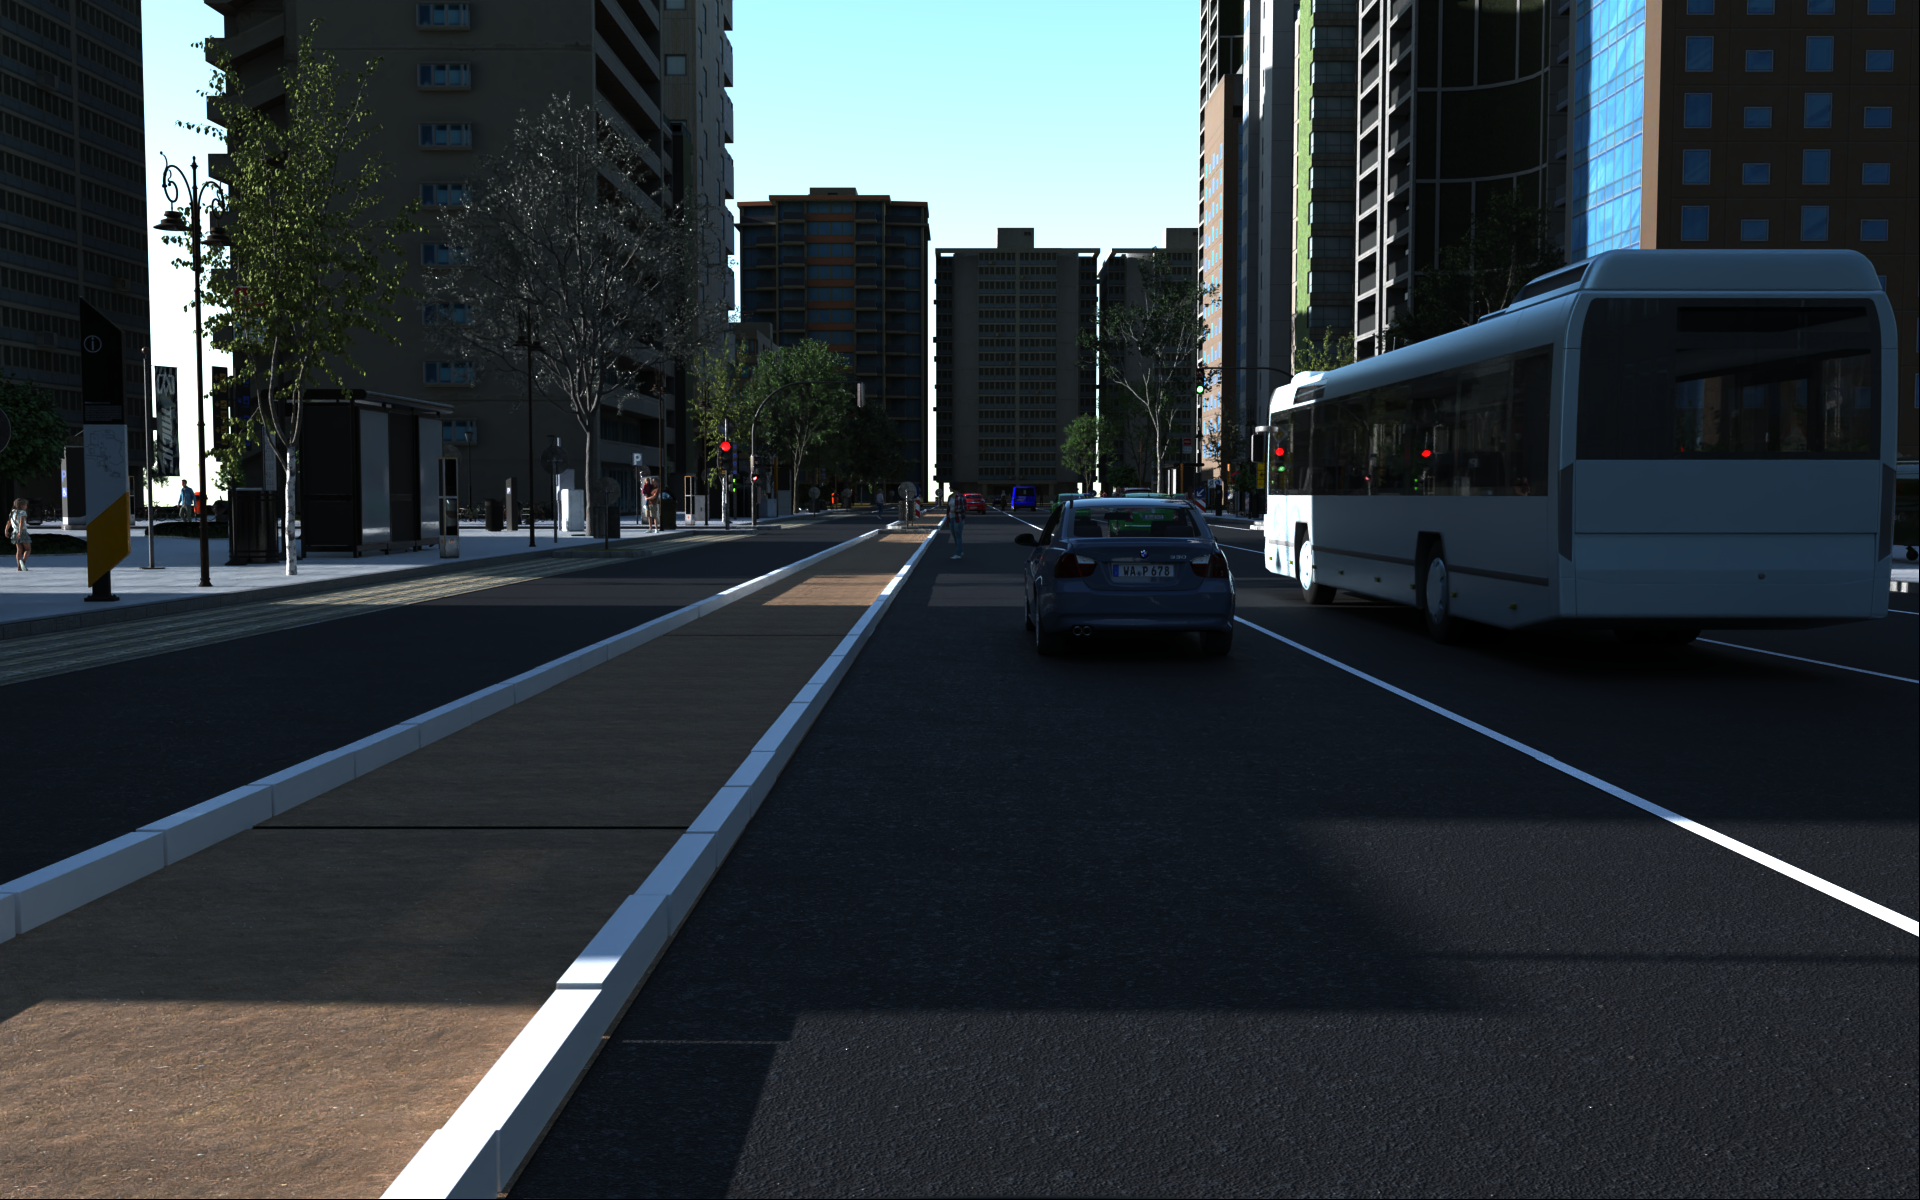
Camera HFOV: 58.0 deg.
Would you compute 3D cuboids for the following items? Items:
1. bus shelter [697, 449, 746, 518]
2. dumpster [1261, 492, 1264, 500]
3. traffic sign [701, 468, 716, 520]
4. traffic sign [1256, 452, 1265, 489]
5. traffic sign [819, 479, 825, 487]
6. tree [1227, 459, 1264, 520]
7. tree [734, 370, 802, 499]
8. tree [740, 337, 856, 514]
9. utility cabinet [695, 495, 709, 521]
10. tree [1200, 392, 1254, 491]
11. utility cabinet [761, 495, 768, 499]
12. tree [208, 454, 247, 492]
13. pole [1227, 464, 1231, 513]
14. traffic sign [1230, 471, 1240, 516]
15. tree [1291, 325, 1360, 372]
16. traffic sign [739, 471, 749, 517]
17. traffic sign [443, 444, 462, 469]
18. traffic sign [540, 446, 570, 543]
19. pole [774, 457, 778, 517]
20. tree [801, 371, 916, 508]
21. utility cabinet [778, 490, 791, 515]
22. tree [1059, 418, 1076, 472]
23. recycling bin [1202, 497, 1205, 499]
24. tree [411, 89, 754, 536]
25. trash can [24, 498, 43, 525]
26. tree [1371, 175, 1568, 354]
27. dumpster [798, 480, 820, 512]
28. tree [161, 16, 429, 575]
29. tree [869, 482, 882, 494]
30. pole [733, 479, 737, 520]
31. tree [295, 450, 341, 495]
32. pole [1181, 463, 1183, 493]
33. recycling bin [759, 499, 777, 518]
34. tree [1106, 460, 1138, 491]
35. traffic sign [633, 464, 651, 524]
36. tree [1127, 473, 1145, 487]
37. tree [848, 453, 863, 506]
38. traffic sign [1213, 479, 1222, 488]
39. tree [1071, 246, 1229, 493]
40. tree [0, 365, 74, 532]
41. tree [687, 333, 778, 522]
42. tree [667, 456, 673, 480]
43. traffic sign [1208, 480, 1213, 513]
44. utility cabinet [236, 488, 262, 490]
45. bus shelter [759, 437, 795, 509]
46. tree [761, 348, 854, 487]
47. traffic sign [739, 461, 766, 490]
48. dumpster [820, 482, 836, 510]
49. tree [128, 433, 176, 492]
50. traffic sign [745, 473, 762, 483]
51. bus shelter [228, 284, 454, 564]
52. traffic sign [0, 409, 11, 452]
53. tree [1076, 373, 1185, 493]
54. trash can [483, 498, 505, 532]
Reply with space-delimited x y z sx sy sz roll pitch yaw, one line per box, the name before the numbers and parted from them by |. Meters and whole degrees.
bus shelter | -12.548 -6.130 91.510 1.731 3.624 6.357 0 3 0
dumpster | 17.057 -5.519 92.737 1.502 2.255 1.985 0 3 0
traffic sign | -12.265 -5.164 84.538 0.768 2.556 0.104 0 4 5
traffic sign | 15.619 -5.549 84.605 2.265 3.308 0.079 0 4 2
traffic sign | -11.421 -8.815 144.223 0.768 2.556 0.104 0 4 2
tree | 15.654 -6.153 95.205 1.663 3.219 1.824 0 3 0
tree | -11.321 -9.316 102.684 4.360 8.622 3.978 0 3 0
tree | -10.587 -11.472 113.326 9.928 11.665 9.643 0 3 0
utility cabinet | -12.499 -4.367 82.564 1.020 1.237 0.306 0 4 5
tree | 18.963 -10.532 122.558 4.360 8.622 3.978 0 3 0
utility cabinet | -12.692 -6.066 110.338 1.020 1.237 0.306 3 4 37
tree | -31.764 -4.977 75.973 1.663 3.219 1.824 0 3 0
pole | 18.164 -7.535 117.039 0.158 3.312 0.155 0 3 0
traffic sign | 15.453 -5.897 96.523 0.768 2.556 0.104 1 4 8
tree | 16.403 -7.721 76.593 4.737 8.622 4.395 0 3 0
traffic sign | -11.843 -5.795 94.852 0.768 2.556 0.104 0 4 8
traffic sign | -13.087 -2.696 44.187 0.768 2.556 0.104 0 4 7
traffic sign | -10.636 -2.776 45.486 0.768 2.556 0.104 0 4 1
pole | -10.211 -6.257 96.144 0.158 3.312 0.155 0 3 0
tree | -10.555 -14.840 159.646 9.611 12.733 9.660 0 3 0
utility cabinet | -10.799 -5.900 105.136 0.318 1.500 1.173 3 5 44
tree | 16.288 -17.899 218.396 9.928 11.665 9.643 0 3 0
recycling bin | 18.513 -7.431 134.047 0.722 1.027 0.722 -1 4 -10
tree | -11.372 -8.709 52.764 12.009 13.543 11.850 0 3 0
trash can | -38.013 -3.635 71.092 0.748 1.137 0.748 0 3 0
tree | 15.535 -7.137 51.108 8.767 10.594 7.601 -3 5 -43
dumpster | -10.762 -7.211 120.394 1.502 2.255 1.985 0 3 0
tree | -10.630 -4.718 27.496 4.737 8.622 4.395 0 3 0
tree | -10.924 -13.674 218.172 1.663 3.219 1.824 0 3 0
pole | -11.284 -5.687 86.819 0.158 3.312 0.155 0 3 0
tree | -26.154 -5.453 72.876 4.285 4.588 4.351 0 3 0
pole | 14.792 -7.438 115.455 0.158 3.312 0.155 0 3 0
recycling bin | -10.417 -4.967 93.757 0.722 1.027 0.722 3 4 38
tree | 15.725 -11.240 167.487 4.285 4.588 4.351 0 3 0
traffic sign | -13.669 -4.544 74.408 0.768 2.556 0.104 1 4 9
tree | 16.277 -10.061 159.097 1.663 3.219 1.824 0 3 0
tree | -10.879 -14.505 187.525 4.737 8.622 4.395 0 3 0
traffic sign | 17.472 -7.058 117.522 0.606 2.300 0.079 0 4 2
tree | 14.717 -17.090 135.313 12.611 20.169 13.585 0 3 0
tree | -24.266 -3.684 43.941 4.285 4.588 4.351 0 3 0
tree | -10.798 -7.936 80.121 4.737 8.622 4.395 0 3 0
tree | -21.193 -8.196 117.721 4.285 4.588 4.351 0 3 0
traffic sign | 17.319 -7.154 119.089 0.606 2.300 0.079 0 4 3
utility cabinet | -25.401 -3.271 62.166 1.173 1.500 0.318 0 3 0
bus shelter | -12.859 -8.899 123.124 2.179 5.291 8.768 0 3 0
tree | -11.632 -13.136 132.895 7.486 12.596 7.792 0 3 0
traffic sign | -13.193 -6.964 107.741 2.265 3.308 0.079 0 4 1
dumpster | -10.920 -8.487 141.248 1.502 2.255 1.985 0 3 0
tree | -66.240 -9.970 125.919 11.467 7.101 20.602 0 4 1
traffic sign | -10.175 -5.223 85.400 0.884 2.594 0.081 0 4 3
bus shelter | -12.856 -3.567 35.954 2.179 5.291 8.768 0 3 0
traffic sign | -13.542 -1.463 24.027 0.768 2.556 0.104 0 4 1
tree | 15.800 -13.750 150.569 9.928 11.665 9.643 0 3 0
trash can | -15.961 -2.918 59.366 0.748 1.137 0.748 0 3 0
